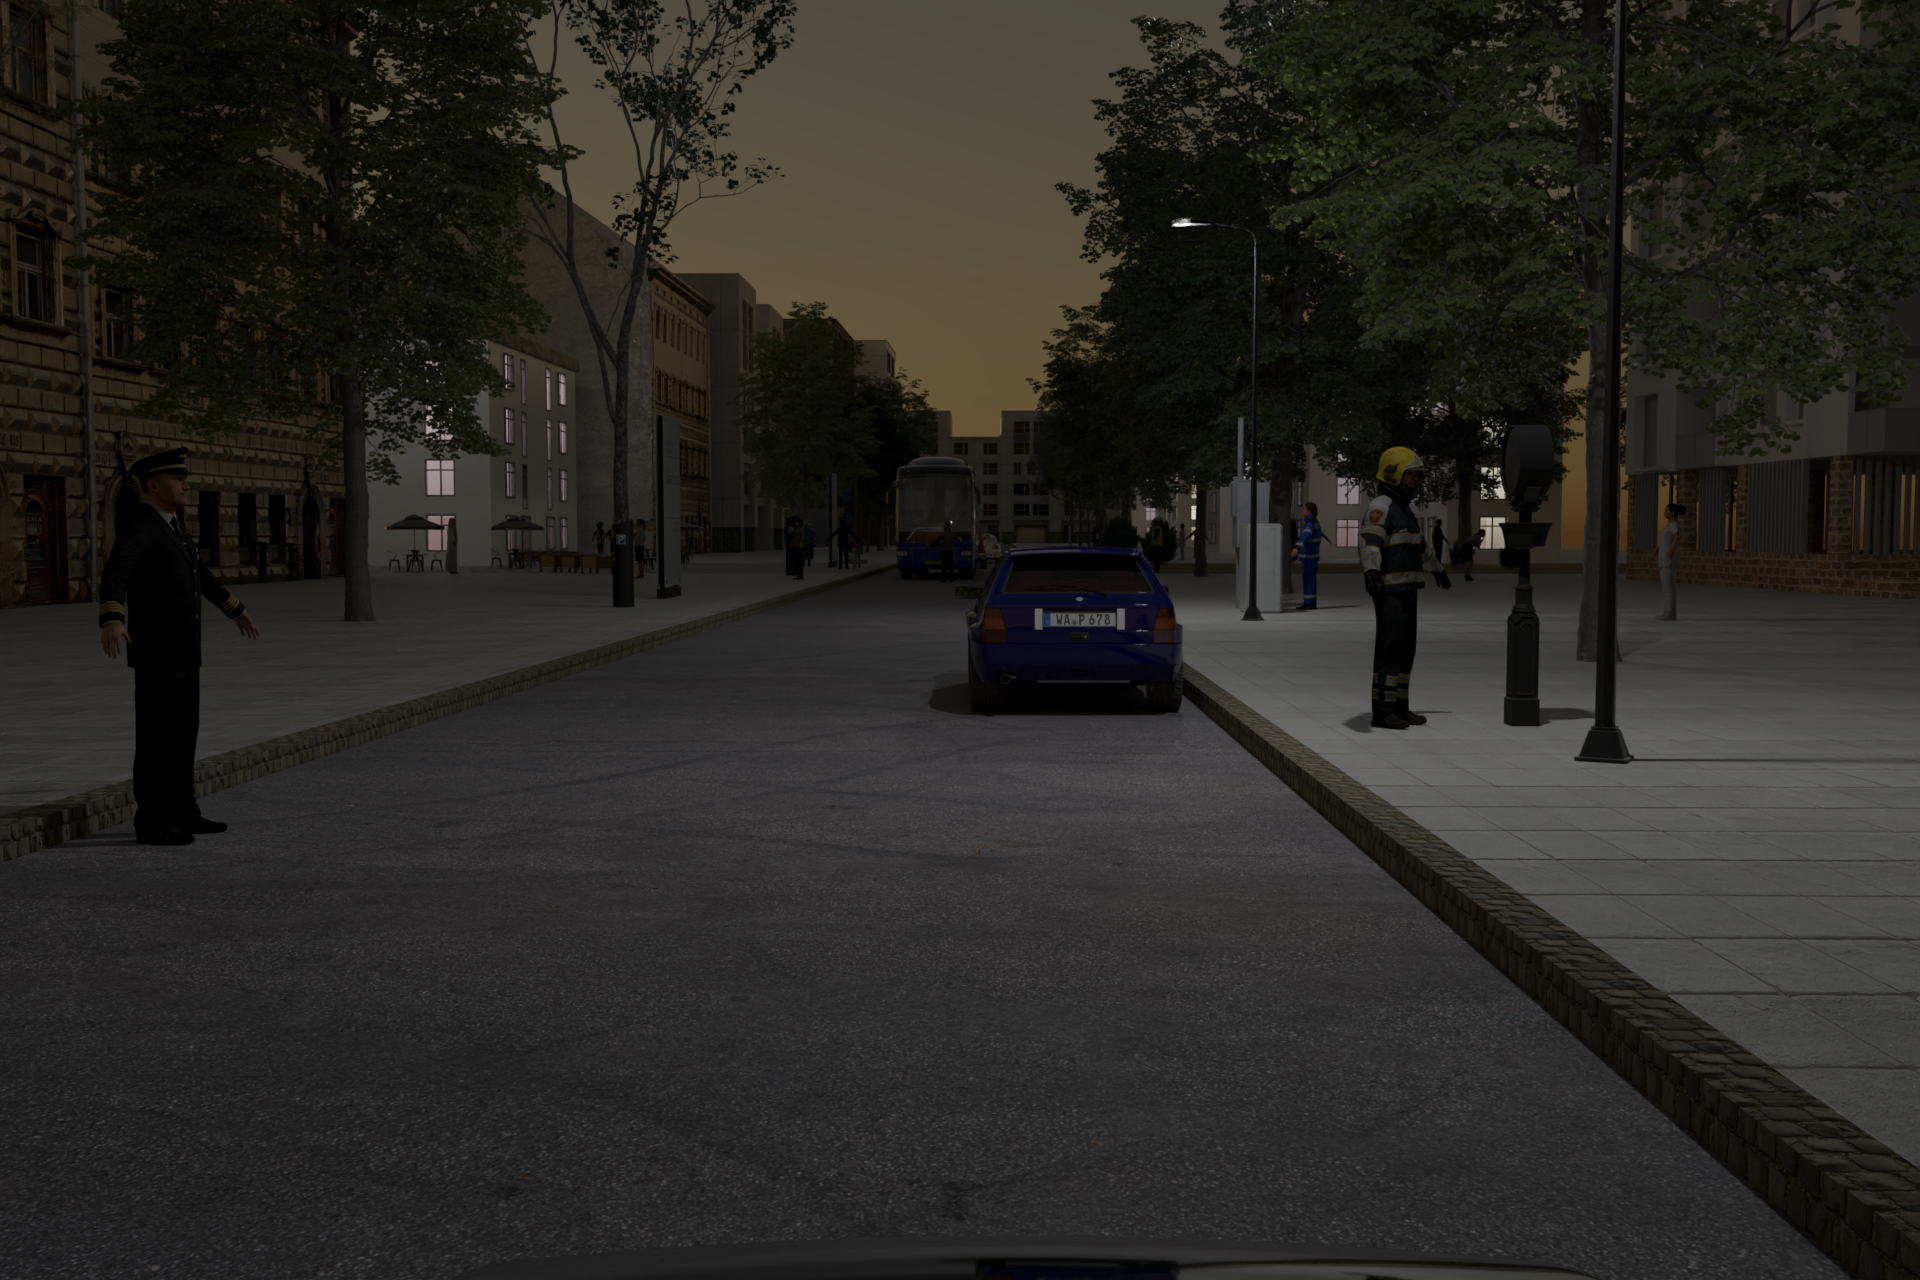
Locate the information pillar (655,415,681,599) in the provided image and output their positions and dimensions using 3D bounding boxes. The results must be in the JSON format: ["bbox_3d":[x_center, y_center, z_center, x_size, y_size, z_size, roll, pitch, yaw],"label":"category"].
[{"bbox_3d":[-5.893,-2.672,34.999,0.184,3.620,1.656,0,4,2],"label":"information pillar"}]

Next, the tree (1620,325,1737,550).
[{"bbox_3d":[29.851,-9.337,70.780,7.486,12.596,7.792,0,3,0],"label":"tree"}]

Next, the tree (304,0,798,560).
[{"bbox_3d":[-9.486,-11.484,43.651,12.611,20.169,13.585,0,3,0],"label":"tree"}]

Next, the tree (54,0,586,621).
[{"bbox_3d":[-9.045,-6.527,24.851,7.486,12.596,7.792,0,3,0],"label":"tree"}]

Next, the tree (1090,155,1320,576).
[{"bbox_3d":[7.511,-8.184,51.943,7.486,12.596,7.792,0,3,0],"label":"tree"}]

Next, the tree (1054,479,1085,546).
[{"bbox_3d":[9.492,-12.442,153.796,4.360,8.622,3.978,0,3,0],"label":"tree"}]

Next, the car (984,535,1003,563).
[{"bbox_3d":[1.110,-4.526,86.366,2.083,1.381,4.827,0,4,1],"label":"car"}]

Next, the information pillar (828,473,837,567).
[{"bbox_3d":[-4.948,-4.646,67.278,0.184,3.620,1.656,0,4,2],"label":"information pillar"}]

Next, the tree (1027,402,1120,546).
[{"bbox_3d":[9.721,-13.925,138.041,12.009,13.543,11.850,0,3,0],"label":"tree"}]

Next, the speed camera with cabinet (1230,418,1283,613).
[{"bbox_3d":[4.944,-2.111,28.857,0.660,3.252,2.038,0,4,2],"label":"speed camera with cabinet"}]

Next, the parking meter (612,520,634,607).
[{"bbox_3d":[-5.914,-1.345,30.408,0.372,1.533,0.369,0,3,0],"label":"parking meter"}]

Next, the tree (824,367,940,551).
[{"bbox_3d":[-6.180,-13.811,132.458,9.857,13.997,8.962,0,3,0],"label":"tree"}]

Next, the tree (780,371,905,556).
[{"bbox_3d":[-6.763,-10.120,99.876,8.767,10.594,7.601,1,4,17],"label":"tree"}]

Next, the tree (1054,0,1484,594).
[{"bbox_3d":[6.872,-7.975,37.039,9.857,13.997,8.962,0,3,0],"label":"tree"}]

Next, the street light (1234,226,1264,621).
[{"bbox_3d":[4.887,-3.241,25.525,1.470,5.913,1.316,0,4,1],"label":"street light"}]

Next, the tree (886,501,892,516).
[{"bbox_3d":[-5.665,-12.681,157.693,4.737,8.622,4.395,0,3,0],"label":"tree"}]

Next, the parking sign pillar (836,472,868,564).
[{"bbox_3d":[-4.714,-5.291,74.975,1.447,3.967,1.447,0,4,2],"label":"parking sign pillar"}]

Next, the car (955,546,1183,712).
[{"bbox_3d":[0.927,-0.166,15.295,1.945,1.354,3.894,0,3,0],"label":"car"}]

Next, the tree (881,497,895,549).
[{"bbox_3d":[-6.325,-11.976,146.171,4.360,8.622,3.978,0,3,0],"label":"tree"}]

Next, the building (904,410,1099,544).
[{"bbox_3d":[6.040,-23.554,254.024,31.486,18.905,16.747,0,4,1],"label":"building"}]

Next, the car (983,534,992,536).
[{"bbox_3d":[2.086,-8.598,149.380,1.959,1.807,4.718,0,4,1],"label":"car"}]

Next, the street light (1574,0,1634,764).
[{"bbox_3d":[4.199,-2.269,9.636,1.470,5.913,1.316,0,4,1],"label":"street light"}]

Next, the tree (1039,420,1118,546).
[{"bbox_3d":[9.561,-11.722,126.069,8.767,10.594,7.601,2,4,24],"label":"tree"}]

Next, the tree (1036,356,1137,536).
[{"bbox_3d":[8.294,-10.717,100.979,9.928,11.665,9.643,0,3,0],"label":"tree"}]

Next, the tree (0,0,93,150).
[{"bbox_3d":[-8.877,-3.766,11.939,4.360,8.622,3.978,0,3,0],"label":"tree"}]

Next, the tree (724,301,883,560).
[{"bbox_3d":[-7.558,-10.167,84.363,7.486,12.596,7.792,0,3,0],"label":"tree"}]

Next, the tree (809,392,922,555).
[{"bbox_3d":[-6.070,-10.654,108.608,8.767,10.594,7.601,1,4,17],"label":"tree"}]

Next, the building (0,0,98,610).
[{"bbox_3d":[-25.544,-11.740,22.881,19.493,23.208,18.063,0,4,1],"label":"building"}]

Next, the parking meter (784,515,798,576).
[{"bbox_3d":[-5.206,-2.919,53.445,0.399,1.863,0.255,0,4,2],"label":"parking meter"}]

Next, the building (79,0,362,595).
[{"bbox_3d":[-27.380,-12.947,42.609,19.493,23.208,18.063,0,4,0],"label":"building"}]

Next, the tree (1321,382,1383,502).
[{"bbox_3d":[17.580,-7.540,73.639,4.737,8.622,4.395,0,3,0],"label":"tree"}]

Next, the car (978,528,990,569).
[{"bbox_3d":[0.127,-3.917,72.719,2.281,1.827,5.304,0,4,1],"label":"car"}]

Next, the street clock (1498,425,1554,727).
[{"bbox_3d":[3.770,-0.428,11.571,0.358,2.002,0.471,0,4,2],"label":"street clock"}]

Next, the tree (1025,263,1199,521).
[{"bbox_3d":[7.962,-10.817,83.512,9.857,13.997,8.962,0,3,0],"label":"tree"}]

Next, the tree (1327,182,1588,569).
[{"bbox_3d":[18.307,-9.558,62.936,9.857,13.997,8.962,0,3,0],"label":"tree"}]

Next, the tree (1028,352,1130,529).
[{"bbox_3d":[9.106,-12.452,113.957,12.009,13.543,11.850,0,3,0],"label":"tree"}]

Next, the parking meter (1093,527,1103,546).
[{"bbox_3d":[5.015,-3.336,62.958,0.372,1.533,0.369,0,3,0],"label":"parking meter"}]

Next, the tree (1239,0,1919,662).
[{"bbox_3d":[6.158,-6.077,17.481,7.486,12.596,7.792,0,3,0],"label":"tree"}]

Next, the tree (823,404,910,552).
[{"bbox_3d":[-6.151,-11.414,121.032,7.601,10.594,8.767,-1,4,-8],"label":"tree"}]

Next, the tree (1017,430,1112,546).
[{"bbox_3d":[10.429,-15.377,161.789,12.009,13.543,11.850,0,3,0],"label":"tree"}]
